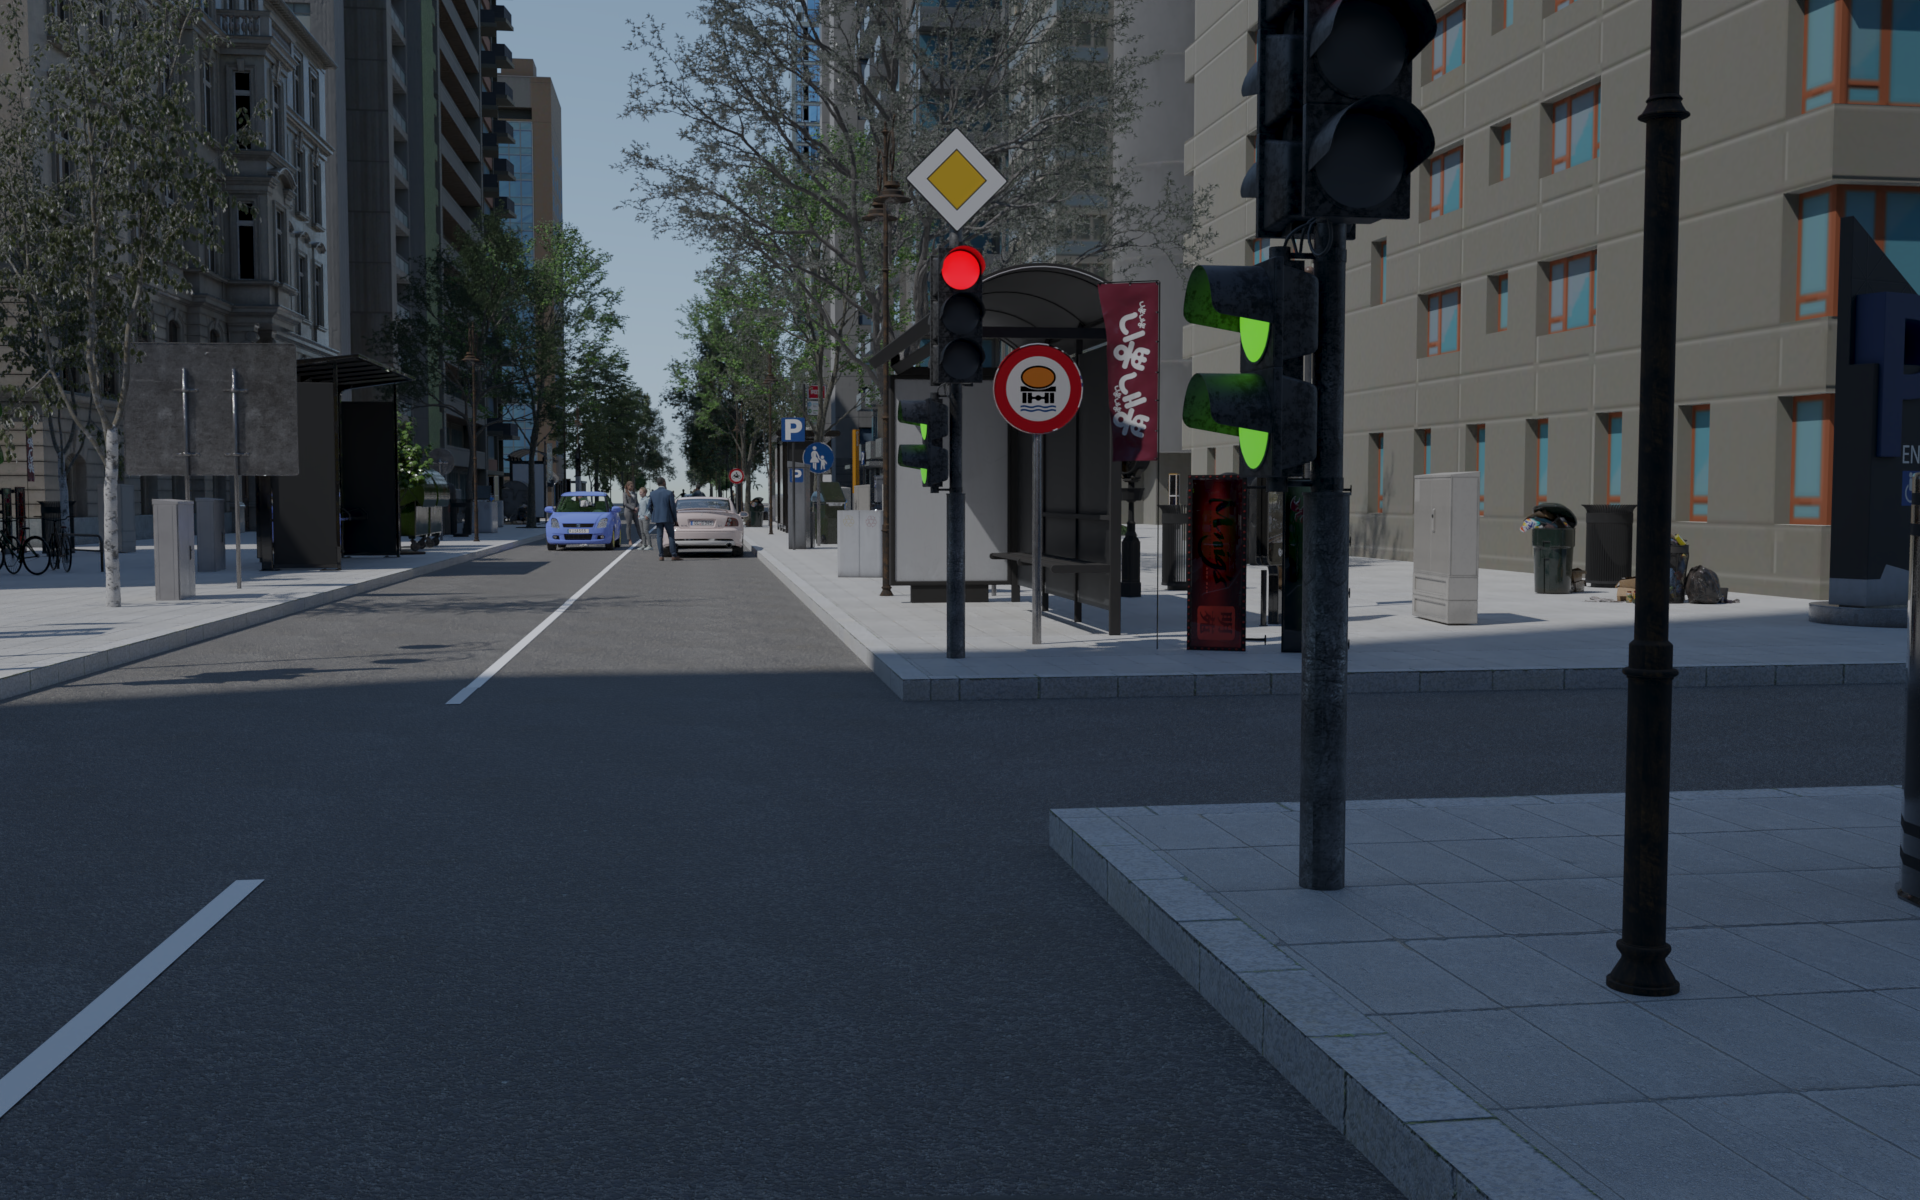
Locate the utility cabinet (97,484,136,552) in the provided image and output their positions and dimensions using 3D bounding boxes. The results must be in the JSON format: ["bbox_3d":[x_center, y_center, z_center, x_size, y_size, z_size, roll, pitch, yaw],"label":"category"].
[{"bbox_3d":[-18.517,-1.796,38.049,1.173,1.500,0.318,3,5,41],"label":"utility cabinet"}]

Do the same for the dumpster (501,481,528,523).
[{"bbox_3d":[-19.193,-4.235,75.007,1.264,1.857,1.865,-1,4,-9],"label":"dumpster"}]

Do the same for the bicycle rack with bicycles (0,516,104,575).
[{"bbox_3d":[-15.320,-0.905,28.179,2.925,0.926,2.852,3,5,42],"label":"bicycle rack with bicycles"}]

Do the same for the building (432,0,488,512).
[{"bbox_3d":[-41.888,-29.593,107.555,21.300,48.544,21.600,-1,4,-9],"label":"building"}]

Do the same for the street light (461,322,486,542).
[{"bbox_3d":[-13.066,-4.517,46.636,0.468,5.910,1.993,-1,4,-9],"label":"street light"}]

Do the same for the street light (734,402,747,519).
[{"bbox_3d":[-11.013,-7.012,87.438,0.468,5.910,1.993,-1,4,-9],"label":"street light"}]

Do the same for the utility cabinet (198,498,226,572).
[{"bbox_3d":[-12.547,-1.093,29.034,0.306,1.237,1.020,-1,4,-14],"label":"utility cabinet"}]

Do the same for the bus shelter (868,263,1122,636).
[{"bbox_3d":[0.328,-1.468,17.926,2.014,3.302,5.546,-1,4,-9],"label":"bus shelter"}]

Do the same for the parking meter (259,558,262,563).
[{"bbox_3d":[-12.990,-1.477,32.564,0.372,1.533,0.369,0,3,0],"label":"parking meter"}]

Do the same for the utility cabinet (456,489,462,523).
[{"bbox_3d":[-21.860,-4.049,74.877,0.318,1.500,1.173,0,4,1],"label":"utility cabinet"}]

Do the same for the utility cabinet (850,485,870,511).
[{"bbox_3d":[-2.312,-1.955,40.641,0.318,1.500,1.173,0,4,-7],"label":"utility cabinet"}]

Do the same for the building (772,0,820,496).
[{"bbox_3d":[-13.923,-56.183,231.261,22.319,86.520,31.000,-1,4,-9],"label":"building"}]

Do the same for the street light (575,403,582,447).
[{"bbox_3d":[-19.429,-7.056,88.159,0.468,5.910,1.993,-1,4,-9],"label":"street light"}]

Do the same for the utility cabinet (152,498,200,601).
[{"bbox_3d":[-9.648,-0.620,21.299,0.306,1.237,1.020,-1,4,-14],"label":"utility cabinet"}]

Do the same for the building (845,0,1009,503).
[{"bbox_3d":[4.934,-30.242,114.058,23.786,49.044,30.456,-1,4,-9],"label":"building"}]

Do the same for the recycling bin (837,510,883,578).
[{"bbox_3d":[-1.478,-0.877,26.899,0.722,1.027,0.722,1,4,10],"label":"recycling bin"}]

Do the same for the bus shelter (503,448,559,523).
[{"bbox_3d":[-19.652,-5.240,79.603,2.014,3.302,5.546,-1,4,-9],"label":"bus shelter"}]

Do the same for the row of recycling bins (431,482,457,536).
[{"bbox_3d":[-16.415,-2.873,54.089,1.069,1.692,3.534,0,4,-8],"label":"row of recycling bins"}]

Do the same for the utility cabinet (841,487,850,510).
[{"bbox_3d":[-3.882,-2.763,53.856,0.318,1.500,1.173,3,4,38],"label":"utility cabinet"}]

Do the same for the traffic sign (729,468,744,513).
[{"bbox_3d":[-11.024,-5.225,85.534,0.768,2.556,0.104,0,4,-2],"label":"traffic sign"}]

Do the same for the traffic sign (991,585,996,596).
[{"bbox_3d":[0.426,-1.328,21.716,0.884,2.594,0.081,0,4,-5],"label":"traffic sign"}]

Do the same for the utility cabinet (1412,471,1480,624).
[{"bbox_3d":[4.862,-0.533,17.401,0.318,1.500,1.173,0,4,-2],"label":"utility cabinet"}]

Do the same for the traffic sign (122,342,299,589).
[{"bbox_3d":[-10.089,-1.802,23.344,2.265,3.308,0.079,0,4,-5],"label":"traffic sign"}]

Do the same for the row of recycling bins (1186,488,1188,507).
[{"bbox_3d":[7.881,-2.653,50.494,1.069,1.692,3.534,-2,4,-32],"label":"row of recycling bins"}]

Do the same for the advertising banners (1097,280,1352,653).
[{"bbox_3d":[2.126,-1.095,14.084,2.074,3.025,0.090,1,4,17],"label":"advertising banners"}]

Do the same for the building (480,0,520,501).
[{"bbox_3d":[-45.999,-29.229,132.522,22.147,44.769,28.867,-1,4,-9],"label":"building"}]

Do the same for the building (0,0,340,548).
[{"bbox_3d":[-29.509,-14.529,56.634,14.460,24.649,34.723,-1,4,-9],"label":"building"}]

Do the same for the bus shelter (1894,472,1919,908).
[{"bbox_3d":[3.759,-1.448,1.302,2.179,5.291,8.768,-1,4,-9],"label":"bus shelter"}]

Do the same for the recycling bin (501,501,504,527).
[{"bbox_3d":[-18.046,-3.332,67.035,0.722,1.027,0.722,-1,4,-14],"label":"recycling bin"}]

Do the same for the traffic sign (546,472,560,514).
[{"bbox_3d":[-20.136,-5.161,85.575,0.795,2.450,0.064,0,4,-8],"label":"traffic sign"}]

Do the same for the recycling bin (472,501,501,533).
[{"bbox_3d":[-15.684,-2.723,57.082,0.722,1.027,0.722,0,4,0],"label":"recycling bin"}]

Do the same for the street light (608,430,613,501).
[{"bbox_3d":[-24.492,-9.085,121.322,0.468,5.910,1.993,-1,4,-9],"label":"street light"}]

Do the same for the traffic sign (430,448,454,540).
[{"bbox_3d":[-14.348,-2.920,47.844,0.768,2.556,0.104,0,4,-3],"label":"traffic sign"}]

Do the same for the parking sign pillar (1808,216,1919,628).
[{"bbox_3d":[9.241,-1.752,17.111,1.447,3.967,1.447,-2,4,-28],"label":"parking sign pillar"}]

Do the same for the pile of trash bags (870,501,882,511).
[{"bbox_3d":[-1.669,-2.385,48.741,1.912,1.369,3.447,1,4,19],"label":"pile of trash bags"}]

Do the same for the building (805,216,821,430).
[{"bbox_3d":[-5.635,-31.393,205.164,32.217,40.220,23.993,-1,4,-9],"label":"building"}]

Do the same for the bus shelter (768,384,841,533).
[{"bbox_3d":[-5.569,-5.089,60.838,2.179,5.291,8.768,-1,4,-9],"label":"bus shelter"}]

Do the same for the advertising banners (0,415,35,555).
[{"bbox_3d":[-20.345,-2.523,37.443,0.090,3.025,2.074,-1,4,-9],"label":"advertising banners"}]

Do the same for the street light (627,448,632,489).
[{"bbox_3d":[-29.731,-11.135,154.851,0.468,5.910,1.993,-1,4,-9],"label":"street light"}]

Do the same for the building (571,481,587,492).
[{"bbox_3d":[-65.225,-32.542,223.944,32.217,40.220,23.993,-1,4,-9],"label":"building"}]

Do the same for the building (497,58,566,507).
[{"bbox_3d":[-49.206,-32.531,181.993,14.600,45.320,14.200,-1,4,-9],"label":"building"}]

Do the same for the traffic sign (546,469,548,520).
[{"bbox_3d":[-20.615,-5.277,86.380,0.768,2.556,0.104,0,4,-7],"label":"traffic sign"}]

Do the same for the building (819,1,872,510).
[{"bbox_3d":[-1.002,-36.727,142.481,21.231,58.520,28.212,-1,4,-9],"label":"building"}]

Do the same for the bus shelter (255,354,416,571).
[{"bbox_3d":[-11.379,-2.487,31.941,1.731,3.624,6.357,-1,4,-9],"label":"bus shelter"}]

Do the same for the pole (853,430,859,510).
[{"bbox_3d":[-3.295,-3.735,54.911,0.158,3.312,0.155,0,3,0],"label":"pole"}]

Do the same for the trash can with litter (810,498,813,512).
[{"bbox_3d":[-4.514,-2.388,50.439,0.624,1.170,1.055,1,4,16],"label":"trash can with litter"}]

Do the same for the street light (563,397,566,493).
[{"bbox_3d":[-18.112,-6.517,79.339,0.468,5.910,1.993,-1,4,-9],"label":"street light"}]

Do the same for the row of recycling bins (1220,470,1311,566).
[{"bbox_3d":[5.576,-1.498,31.597,1.069,1.692,3.534,-1,4,-22],"label":"row of recycling bins"}]

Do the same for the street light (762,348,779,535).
[{"bbox_3d":[-5.993,-5.014,54.763,0.468,5.910,1.993,-1,4,-9],"label":"street light"}]

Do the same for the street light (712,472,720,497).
[{"bbox_3d":[-25.235,-12.633,179.337,0.468,5.910,1.993,-1,4,-9],"label":"street light"}]

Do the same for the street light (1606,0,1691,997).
[{"bbox_3d":[1.776,-1.929,4.326,0.468,5.910,1.993,-1,4,-9],"label":"street light"}]

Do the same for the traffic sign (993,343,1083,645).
[{"bbox_3d":[0.657,-0.894,14.724,0.768,2.556,0.104,0,4,-4],"label":"traffic sign"}]

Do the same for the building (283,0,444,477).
[{"bbox_3d":[-35.630,-24.901,90.720,14.154,41.232,14.086,-1,4,-9],"label":"building"}]

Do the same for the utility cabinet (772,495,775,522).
[{"bbox_3d":[-8.312,-4.259,80.799,1.020,1.237,0.306,-2,4,-28],"label":"utility cabinet"}]

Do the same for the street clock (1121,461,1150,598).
[{"bbox_3d":[2.127,-1.037,21.519,0.358,2.002,0.471,-3,4,-37],"label":"street clock"}]

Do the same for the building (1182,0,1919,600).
[{"bbox_3d":[22.535,-11.682,36.046,28.899,21.520,27.650,-1,4,-9],"label":"building"}]

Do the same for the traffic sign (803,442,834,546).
[{"bbox_3d":[-3.485,-2.604,42.687,0.768,2.556,0.104,0,4,-3],"label":"traffic sign"}]

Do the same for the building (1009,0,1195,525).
[{"bbox_3d":[15.365,-23.697,79.333,32.217,40.220,23.993,-1,4,-9],"label":"building"}]

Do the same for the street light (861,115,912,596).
[{"bbox_3d":[-0.925,-2.988,21.640,0.468,5.910,1.993,-1,4,-9],"label":"street light"}]
